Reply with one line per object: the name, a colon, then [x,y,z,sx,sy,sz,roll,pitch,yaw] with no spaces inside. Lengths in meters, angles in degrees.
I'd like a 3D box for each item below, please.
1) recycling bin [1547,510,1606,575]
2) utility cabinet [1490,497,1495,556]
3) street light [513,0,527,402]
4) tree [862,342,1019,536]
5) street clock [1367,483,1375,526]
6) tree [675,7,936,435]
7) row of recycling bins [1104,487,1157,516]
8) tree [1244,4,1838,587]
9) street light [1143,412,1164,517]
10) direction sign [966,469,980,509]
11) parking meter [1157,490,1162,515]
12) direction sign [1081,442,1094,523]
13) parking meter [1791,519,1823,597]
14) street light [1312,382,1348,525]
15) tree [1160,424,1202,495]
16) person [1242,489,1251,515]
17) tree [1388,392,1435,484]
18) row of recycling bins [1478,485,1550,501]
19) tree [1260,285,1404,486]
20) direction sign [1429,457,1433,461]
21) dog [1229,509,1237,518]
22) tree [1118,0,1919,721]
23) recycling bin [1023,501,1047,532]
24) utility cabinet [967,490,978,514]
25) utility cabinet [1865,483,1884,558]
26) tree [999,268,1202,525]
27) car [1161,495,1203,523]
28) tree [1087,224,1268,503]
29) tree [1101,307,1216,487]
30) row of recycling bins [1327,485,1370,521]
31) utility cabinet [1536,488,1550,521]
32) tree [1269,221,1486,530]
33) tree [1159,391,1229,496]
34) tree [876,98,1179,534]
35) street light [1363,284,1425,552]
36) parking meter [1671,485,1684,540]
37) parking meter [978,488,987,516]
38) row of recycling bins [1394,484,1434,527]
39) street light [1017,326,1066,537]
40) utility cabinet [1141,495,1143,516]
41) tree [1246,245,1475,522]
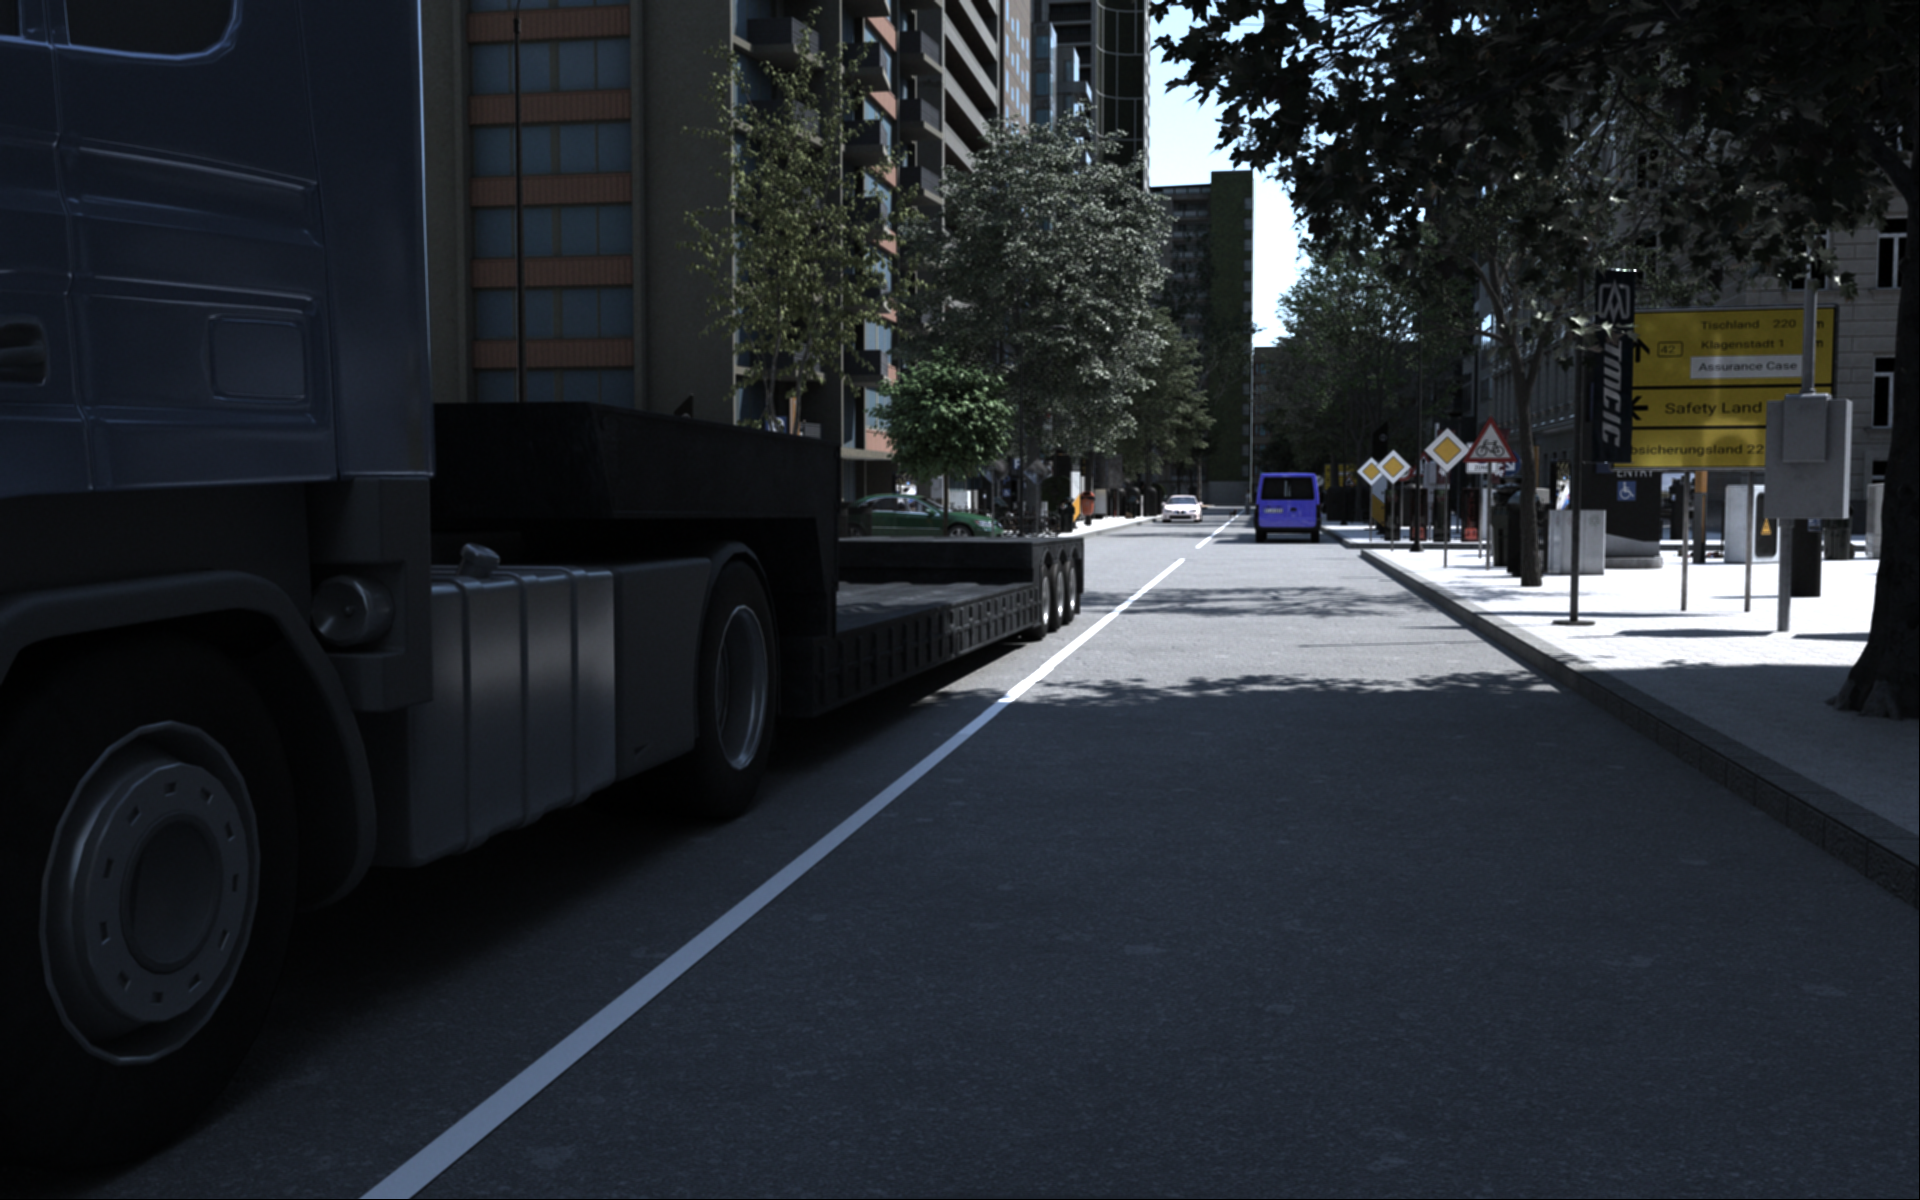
recycling bin: [9.842,-0.928,27.725,0.722,1.027,0.722,0,4,-3]
utility cabinet: [11.378,-1.531,36.192,0.306,1.237,1.020,2,4,32]
street light: [-3.375,-2.616,15.319,1.470,5.913,1.316,1,4,10]
tree: [-0.408,-3.291,37.520,4.285,4.588,4.351,0,3,0]
street clock: [16.595,-3.985,69.722,0.358,2.002,0.471,3,5,40]
tree: [-2.602,-4.704,27.271,4.737,8.622,4.395,0,3,0]
row of recycling bins: [9.632,-5.668,99.789,3.534,1.692,1.069,1,4,18]
tree: [8.037,-5.486,24.114,8.767,10.594,7.601,1,4,11]
street light: [11.035,-7.636,97.390,1.470,5.913,1.316,1,4,10]
direction sign: [0.629,-5.699,85.177,0.876,3.537,0.379,-3,4,-39]
parking meter: [12.223,-6.005,106.584,0.372,1.533,0.369,0,3,0]
direction sign: [5.560,-5.111,75.567,0.379,3.537,0.876,-2,4,-35]
parking meter: [10.589,-0.812,21.685,0.372,1.533,0.369,0,3,0]
street light: [15.315,-6.047,71.408,1.470,5.913,1.316,1,4,10]
tree: [20.109,-12.467,154.196,4.360,8.622,3.978,0,3,0]
person: [19.446,-6.631,117.493,0.524,1.755,0.480,-2,4,-33]
tree: [29.761,-10.012,114.061,4.737,8.622,4.395,0,3,0]
row of recycling bins: [24.505,-4.227,76.220,3.534,1.692,1.069,0,4,3]
tree: [19.338,-10.598,91.404,7.486,12.596,7.792,0,3,0]
direction sign: [25.815,-6.304,95.070,0.379,3.537,0.876,0,4,3]
dog: [16.533,-5.239,104.952,0.406,0.507,0.540,1,4,19]
tree: [5.610,-5.668,9.677,9.611,12.733,9.660,0,3,0]
recycling bin: [2.515,-2.836,58.928,0.722,1.027,0.722,-1,4,-21]
utility cabinet: [0.639,-5.351,96.175,0.318,1.500,1.173,-1,4,-22]
utility cabinet: [18.243,-1.575,34.432,0.318,1.500,1.173,1,4,21]
tree: [5.207,-8.345,70.859,8.767,10.594,7.601,1,4,11]
car: [11.257,-4.601,87.580,2.083,1.381,4.827,1,4,10]
tree: [14.843,-16.229,121.230,12.611,20.169,13.585,0,3,0]
tree: [11.570,-11.405,104.599,7.486,12.596,7.792,0,3,0]
row of recycling bins: [19.028,-4.714,84.188,1.069,1.692,3.534,3,5,43]
utility cabinet: [21.983,-3.496,65.836,1.173,1.500,0.318,-3,5,-42]
tree: [14.916,-8.305,61.546,9.928,11.665,9.643,0,3,0]
tree: [21.548,-14.444,161.912,9.928,11.665,9.643,0,3,0]
tree: [2.272,-9.139,56.080,9.857,13.997,8.962,0,3,0]
street light: [9.606,-4.026,38.361,1.470,5.913,1.316,1,4,10]
parking meter: [20.071,-2.444,48.369,0.372,1.533,0.369,0,3,0]
parking meter: [0.970,-4.122,75.803,0.372,1.533,0.369,0,3,0]
row of recycling bins: [18.448,-3.816,69.503,1.069,1.692,3.534,2,4,31]
street light: [2.239,-4.614,47.979,1.470,5.913,1.316,1,4,10]
utility cabinet: [10.899,-5.615,102.964,0.306,1.237,1.020,3,5,39]
tree: [18.477,-10.345,79.509,12.009,13.543,11.850,0,3,0]
